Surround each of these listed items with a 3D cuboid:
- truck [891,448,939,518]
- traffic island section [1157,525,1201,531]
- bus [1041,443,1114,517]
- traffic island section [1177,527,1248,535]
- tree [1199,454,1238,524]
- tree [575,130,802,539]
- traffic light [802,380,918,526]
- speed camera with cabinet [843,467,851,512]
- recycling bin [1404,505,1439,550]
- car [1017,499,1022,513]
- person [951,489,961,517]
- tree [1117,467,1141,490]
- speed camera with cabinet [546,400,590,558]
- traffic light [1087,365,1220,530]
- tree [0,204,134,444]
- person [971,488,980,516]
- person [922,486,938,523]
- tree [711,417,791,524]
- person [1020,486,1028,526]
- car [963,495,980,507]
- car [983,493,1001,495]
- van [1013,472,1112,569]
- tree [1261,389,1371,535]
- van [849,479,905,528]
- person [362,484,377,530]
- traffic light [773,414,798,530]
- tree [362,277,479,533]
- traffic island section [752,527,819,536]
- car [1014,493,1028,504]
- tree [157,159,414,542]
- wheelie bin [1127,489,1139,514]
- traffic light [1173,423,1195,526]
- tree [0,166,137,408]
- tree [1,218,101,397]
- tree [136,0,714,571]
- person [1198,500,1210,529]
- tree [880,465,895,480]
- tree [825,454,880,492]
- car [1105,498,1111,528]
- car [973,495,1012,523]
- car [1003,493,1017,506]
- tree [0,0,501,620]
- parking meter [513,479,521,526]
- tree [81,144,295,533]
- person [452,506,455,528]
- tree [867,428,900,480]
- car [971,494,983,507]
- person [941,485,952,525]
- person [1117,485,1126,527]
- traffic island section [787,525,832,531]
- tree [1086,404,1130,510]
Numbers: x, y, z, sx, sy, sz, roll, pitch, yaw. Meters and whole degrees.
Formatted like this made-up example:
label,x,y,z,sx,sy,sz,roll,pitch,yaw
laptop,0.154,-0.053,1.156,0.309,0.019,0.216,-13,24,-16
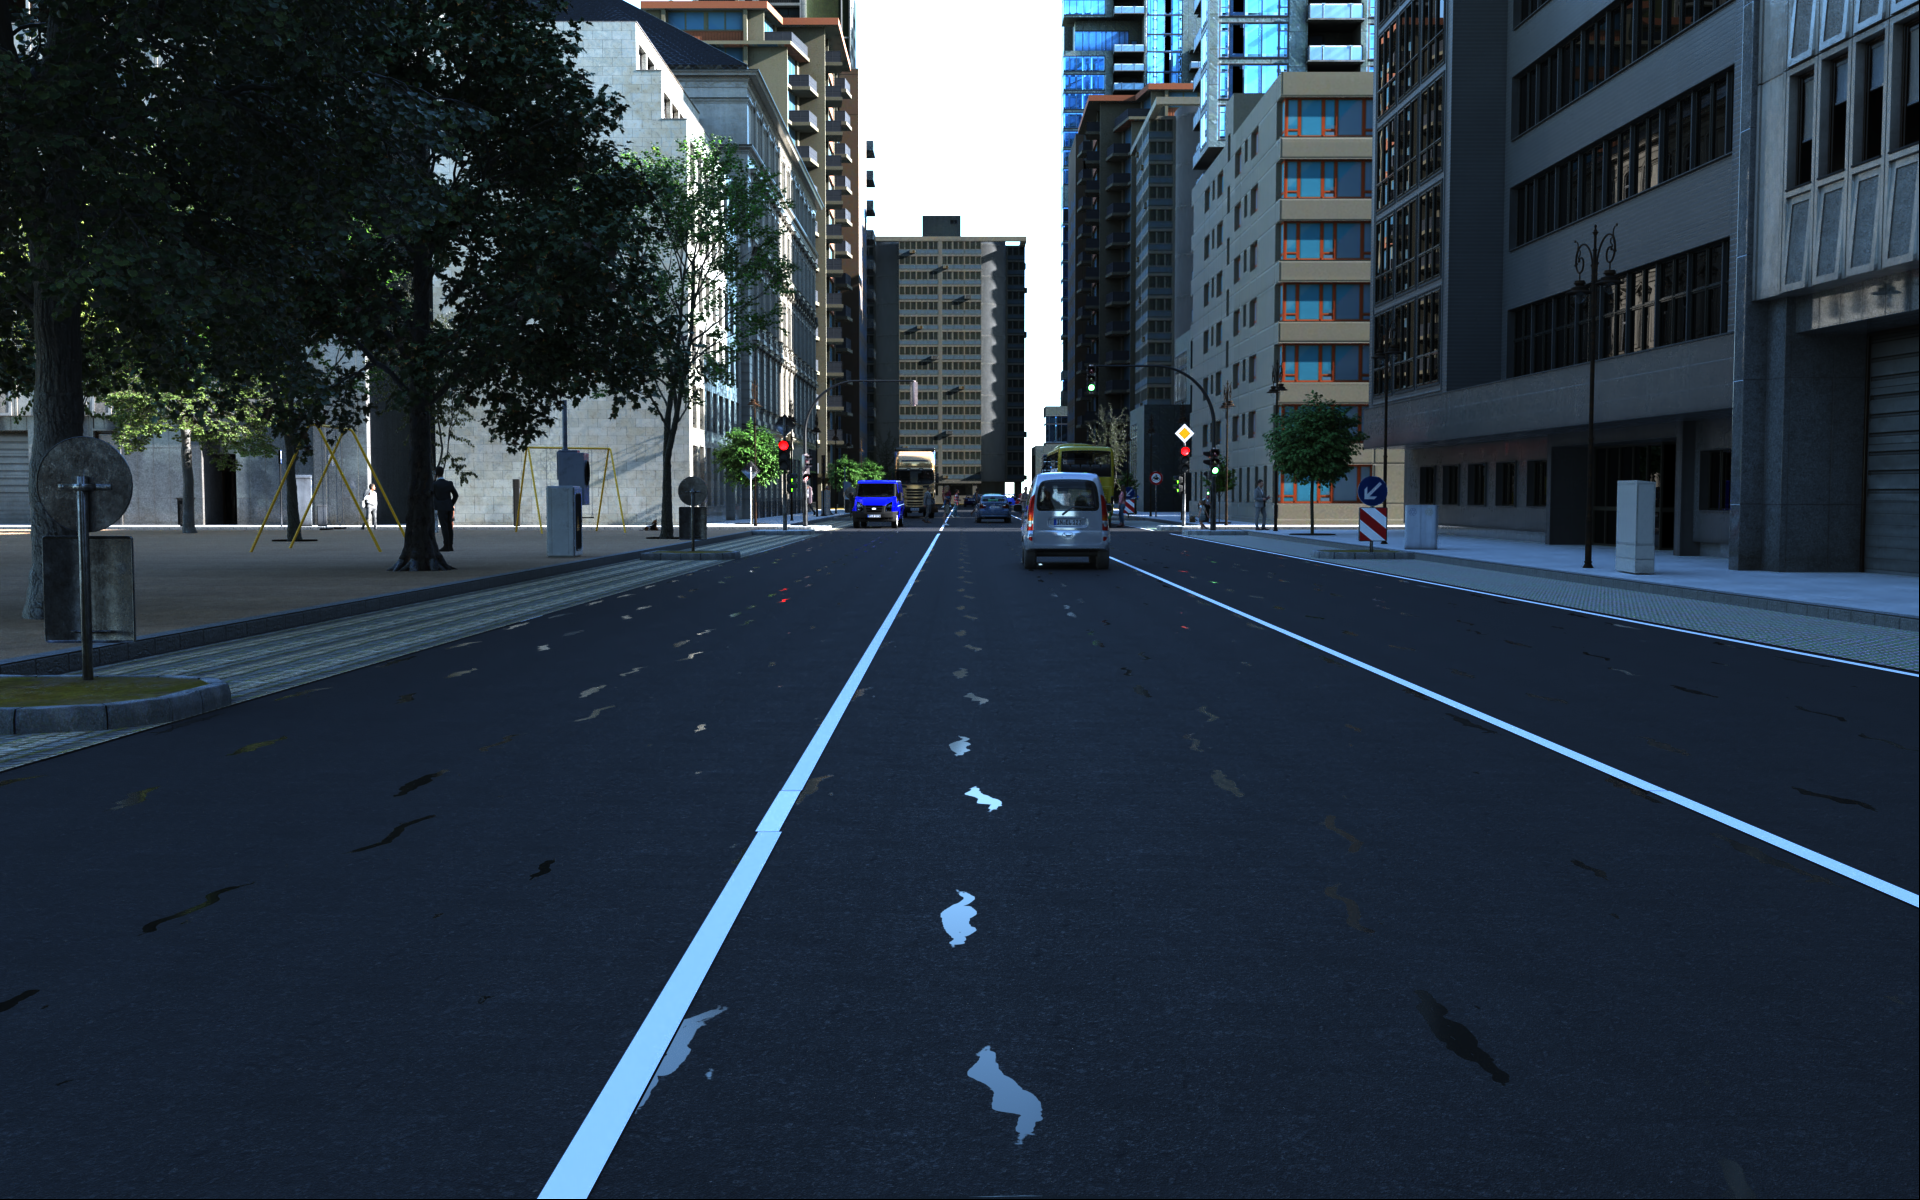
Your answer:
label,x,y,z,sx,sy,sz,roll,pitch,yaw
truck,-2.781,-7.229,107.112,2.839,4.237,11.283,0,4,-1
traffic island section,8.950,-2.865,69.120,2.009,0.180,2.903,0,3,0
bus,5.621,-5.612,83.298,2.896,3.916,12.252,0,3,0
traffic island section,8.943,-2.376,61.135,2.009,0.180,2.903,0,3,0
tree,11.220,-4.959,75.673,1.663,3.219,1.824,0,3,0
tree,-8.238,-7.558,49.330,9.928,11.665,9.643,0,3,0
traffic light,-4.059,-5.772,69.037,4.771,5.953,1.251,0,3,0
speed camera with cabinet,-8.149,-8.045,125.872,0.660,3.252,2.038,0,4,-7
recycling bin,10.744,-1.697,40.306,0.722,1.027,0.722,1,4,18
car,5.351,-7.405,130.854,2.009,1.686,4.222,0,4,-1
person,-0.253,-5.956,106.716,0.643,1.720,0.563,0,4,-1
tree,12.043,-7.874,123.334,1.663,3.219,1.824,0,3,0
speed camera with cabinet,-8.100,-2.539,35.853,0.660,3.252,2.038,0,4,-3
traffic light,6.811,-5.273,60.881,4.771,5.953,1.251,0,3,0
tree,-20.759,-5.462,39.666,4.737,8.622,4.395,0,3,0
person,1.082,-6.378,112.876,0.778,1.811,0.616,0,4,1
person,-1.563,-4.777,86.724,0.853,1.813,0.709,1,4,22
tree,-8.921,-5.504,73.711,4.285,4.588,4.351,0,3,0
person,2.952,-4.259,78.471,0.374,1.781,0.599,3,4,39
car,1.302,-11.024,192.830,1.945,1.354,3.894,0,4,1
car,2.239,-6.833,120.519,1.959,1.807,4.718,0,4,0
van,2.074,-1.689,34.623,2.013,2.044,4.112,0,4,1
tree,11.148,-4.317,54.292,4.285,4.588,4.351,0,3,0
van,-3.486,-4.290,74.519,2.240,2.365,5.245,0,4,2
person,-22.487,-3.510,65.983,0.850,1.850,0.679,2,4,27
traffic light,-6.159,-4.410,61.019,0.839,4.253,0.868,0,3,0
tree,-17.407,-6.524,57.036,4.360,8.622,3.978,0,3,0
traffic island section,-6.199,-2.378,61.153,2.009,0.180,2.903,0,3,0
car,5.772,-8.707,151.405,2.155,1.783,4.494,0,4,0
tree,-18.196,-7.401,46.767,9.928,11.665,9.643,0,3,0
wheelie bin,10.889,-6.249,110.087,0.980,1.594,0.693,0,4,4
traffic light,8.910,-4.898,69.006,0.839,4.253,0.868,0,3,0
tree,-21.009,-6.920,30.145,9.611,12.733,9.660,0,3,0
tree,-26.959,-6.848,46.371,8.767,10.594,7.601,0,4,2
tree,-8.973,-6.841,28.853,9.611,12.733,9.660,0,3,0
person,8.929,-3.068,63.684,0.382,1.210,0.505,2,4,32
tree,-8.036,-10.211,150.656,4.285,4.588,4.351,0,3,0
tree,-9.270,-9.447,138.174,4.285,4.588,4.351,0,3,0
car,5.559,-3.970,74.704,2.009,1.686,4.222,0,4,1
car,1.664,-4.629,87.681,2.014,1.417,4.499,0,4,-1
car,4.993,-10.192,176.232,1.945,1.707,3.694,0,4,2
tree,-9.392,-6.793,17.726,9.857,13.997,8.962,0,3,0
parking meter,-17.610,-3.859,68.810,0.255,1.863,0.399,-1,4,-12
tree,-25.731,-8.457,56.392,7.486,12.596,7.792,0,3,0
person,-19.148,-3.171,65.009,0.362,1.253,0.373,2,4,25
tree,-8.465,-14.793,192.221,4.360,8.622,3.978,0,3,0
car,2.187,-11.541,200.695,2.014,1.417,4.499,0,4,-1
person,-0.620,-4.321,79.131,0.573,1.828,0.580,-3,4,-39
person,7.039,-4.083,75.260,0.388,1.821,0.555,1,4,21
traffic island section,-6.191,-2.866,69.138,2.009,0.180,2.903,0,3,0
tree,12.071,-11.504,138.448,4.360,8.622,3.978,0,3,0
